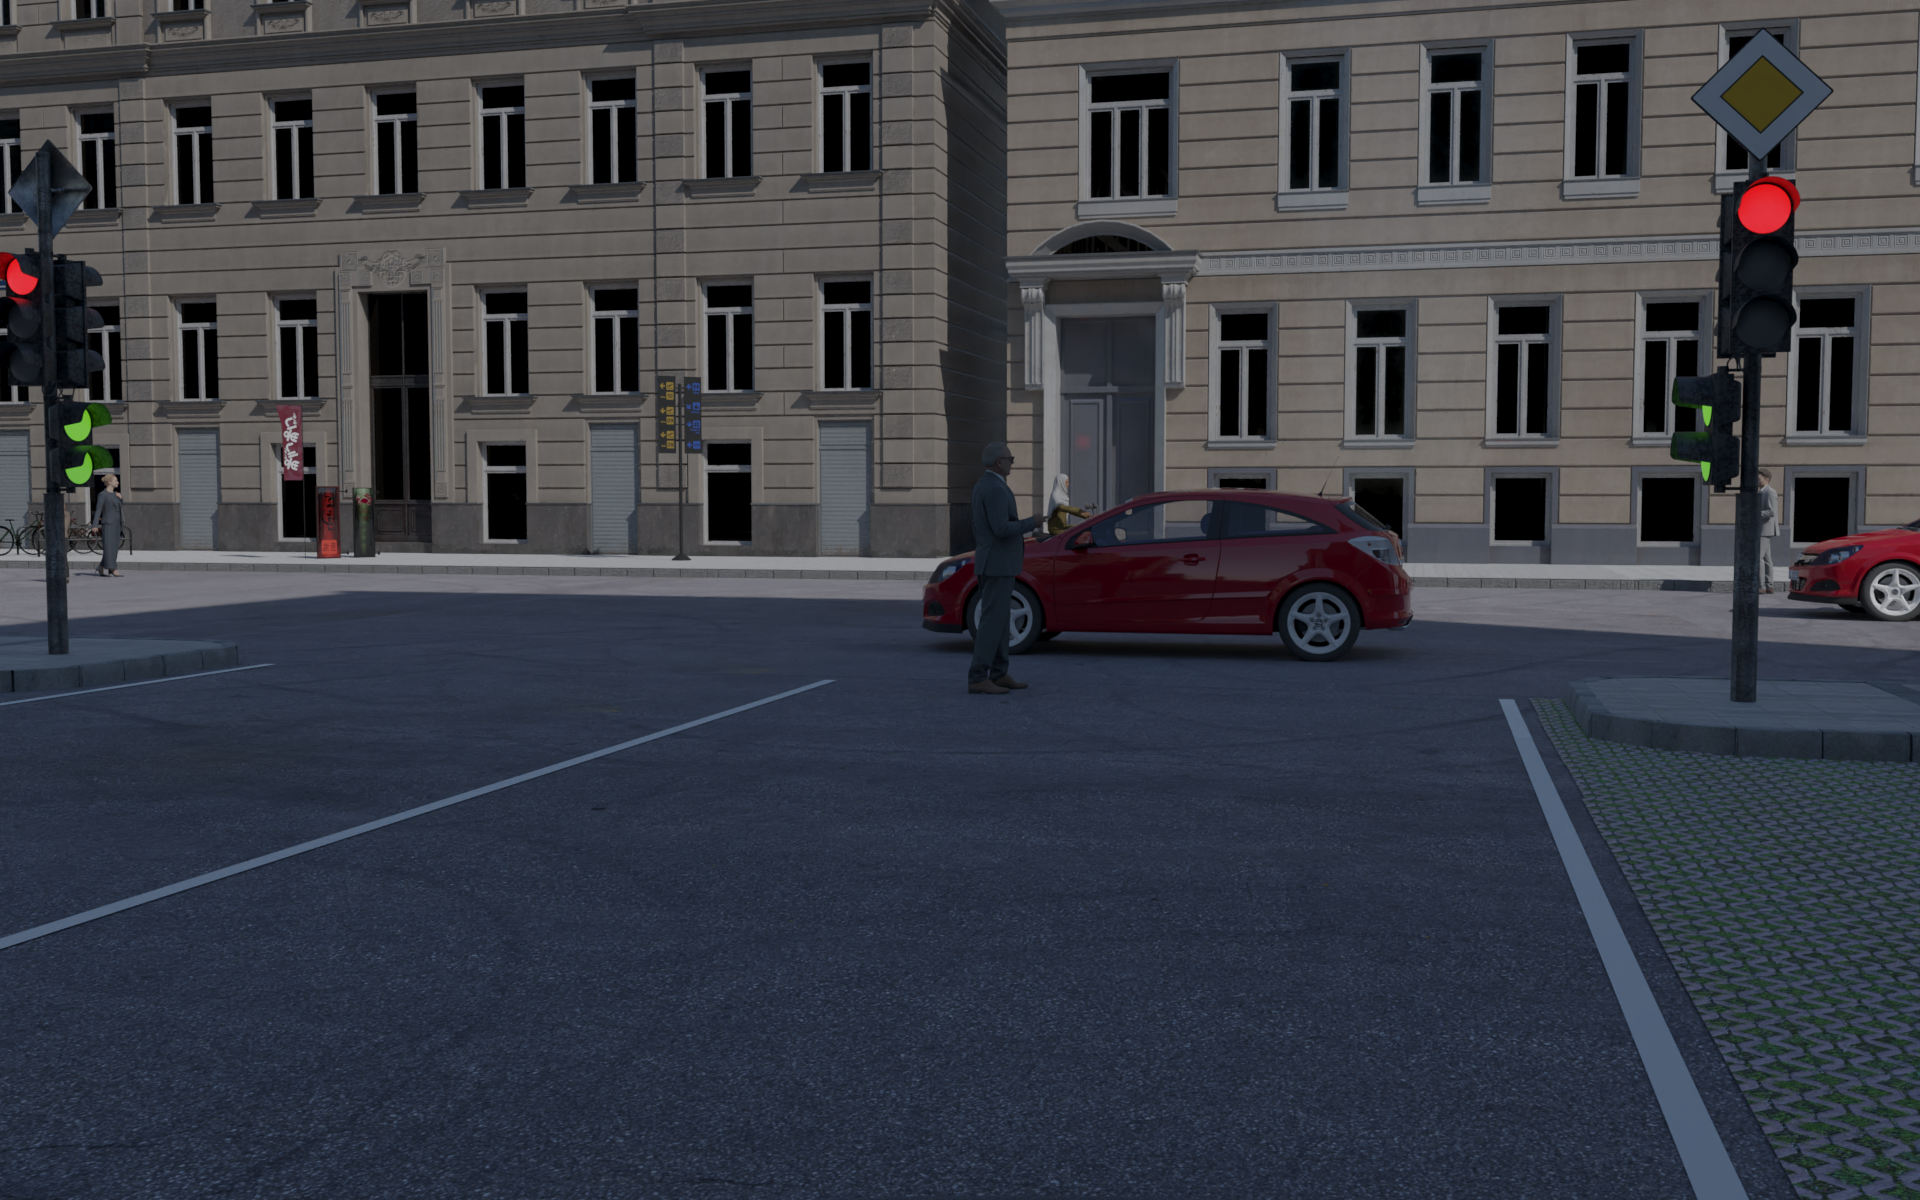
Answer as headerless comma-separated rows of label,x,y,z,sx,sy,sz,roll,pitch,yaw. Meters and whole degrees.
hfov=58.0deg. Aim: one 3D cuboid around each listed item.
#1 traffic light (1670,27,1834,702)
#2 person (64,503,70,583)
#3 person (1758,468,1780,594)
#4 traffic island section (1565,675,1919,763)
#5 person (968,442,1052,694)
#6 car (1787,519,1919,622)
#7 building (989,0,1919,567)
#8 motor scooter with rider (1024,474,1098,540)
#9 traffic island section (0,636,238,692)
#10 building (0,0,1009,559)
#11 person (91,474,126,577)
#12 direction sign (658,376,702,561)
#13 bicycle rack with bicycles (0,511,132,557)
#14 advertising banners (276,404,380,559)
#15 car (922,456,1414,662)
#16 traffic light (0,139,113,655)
traffic light,4.836,-1.327,10.622,0.839,4.253,0.868,1,4,15
person,-14.391,-0.935,27.690,0.435,1.345,0.340,3,4,38
person,11.427,-0.987,24.840,0.583,1.804,0.606,0,4,5
traffic island section,4.872,0.707,10.726,2.009,0.180,2.903,1,4,15
person,0.337,-0.234,12.505,0.590,1.801,0.661,-1,4,-12
car,11.958,-0.661,19.849,4.494,1.783,2.155,1,4,15
building,11.808,-15.342,36.754,20.117,28.700,13.634,1,4,15
motor scooter with rider,1.755,-1.031,25.823,1.986,1.779,0.876,1,4,13
traffic island section,-7.255,0.511,13.919,2.009,0.180,2.903,1,4,15
building,-10.747,-14.975,42.106,25.104,27.353,12.463,1,4,15
person,-14.727,-1.284,29.911,0.534,1.772,0.576,-1,4,-14
direction sign,-5.388,-2.532,33.390,0.876,3.537,0.379,-2,4,-31
bicycle rack with bicycles,-18.872,-1.412,36.470,2.925,0.926,2.852,-3,5,-40
advertising banners,-12.524,-2.335,34.362,0.090,3.025,2.074,3,5,44
car,1.848,-0.419,15.888,4.494,1.783,2.155,1,4,13
traffic light,-7.218,-1.520,13.774,0.839,4.253,0.868,1,4,15
